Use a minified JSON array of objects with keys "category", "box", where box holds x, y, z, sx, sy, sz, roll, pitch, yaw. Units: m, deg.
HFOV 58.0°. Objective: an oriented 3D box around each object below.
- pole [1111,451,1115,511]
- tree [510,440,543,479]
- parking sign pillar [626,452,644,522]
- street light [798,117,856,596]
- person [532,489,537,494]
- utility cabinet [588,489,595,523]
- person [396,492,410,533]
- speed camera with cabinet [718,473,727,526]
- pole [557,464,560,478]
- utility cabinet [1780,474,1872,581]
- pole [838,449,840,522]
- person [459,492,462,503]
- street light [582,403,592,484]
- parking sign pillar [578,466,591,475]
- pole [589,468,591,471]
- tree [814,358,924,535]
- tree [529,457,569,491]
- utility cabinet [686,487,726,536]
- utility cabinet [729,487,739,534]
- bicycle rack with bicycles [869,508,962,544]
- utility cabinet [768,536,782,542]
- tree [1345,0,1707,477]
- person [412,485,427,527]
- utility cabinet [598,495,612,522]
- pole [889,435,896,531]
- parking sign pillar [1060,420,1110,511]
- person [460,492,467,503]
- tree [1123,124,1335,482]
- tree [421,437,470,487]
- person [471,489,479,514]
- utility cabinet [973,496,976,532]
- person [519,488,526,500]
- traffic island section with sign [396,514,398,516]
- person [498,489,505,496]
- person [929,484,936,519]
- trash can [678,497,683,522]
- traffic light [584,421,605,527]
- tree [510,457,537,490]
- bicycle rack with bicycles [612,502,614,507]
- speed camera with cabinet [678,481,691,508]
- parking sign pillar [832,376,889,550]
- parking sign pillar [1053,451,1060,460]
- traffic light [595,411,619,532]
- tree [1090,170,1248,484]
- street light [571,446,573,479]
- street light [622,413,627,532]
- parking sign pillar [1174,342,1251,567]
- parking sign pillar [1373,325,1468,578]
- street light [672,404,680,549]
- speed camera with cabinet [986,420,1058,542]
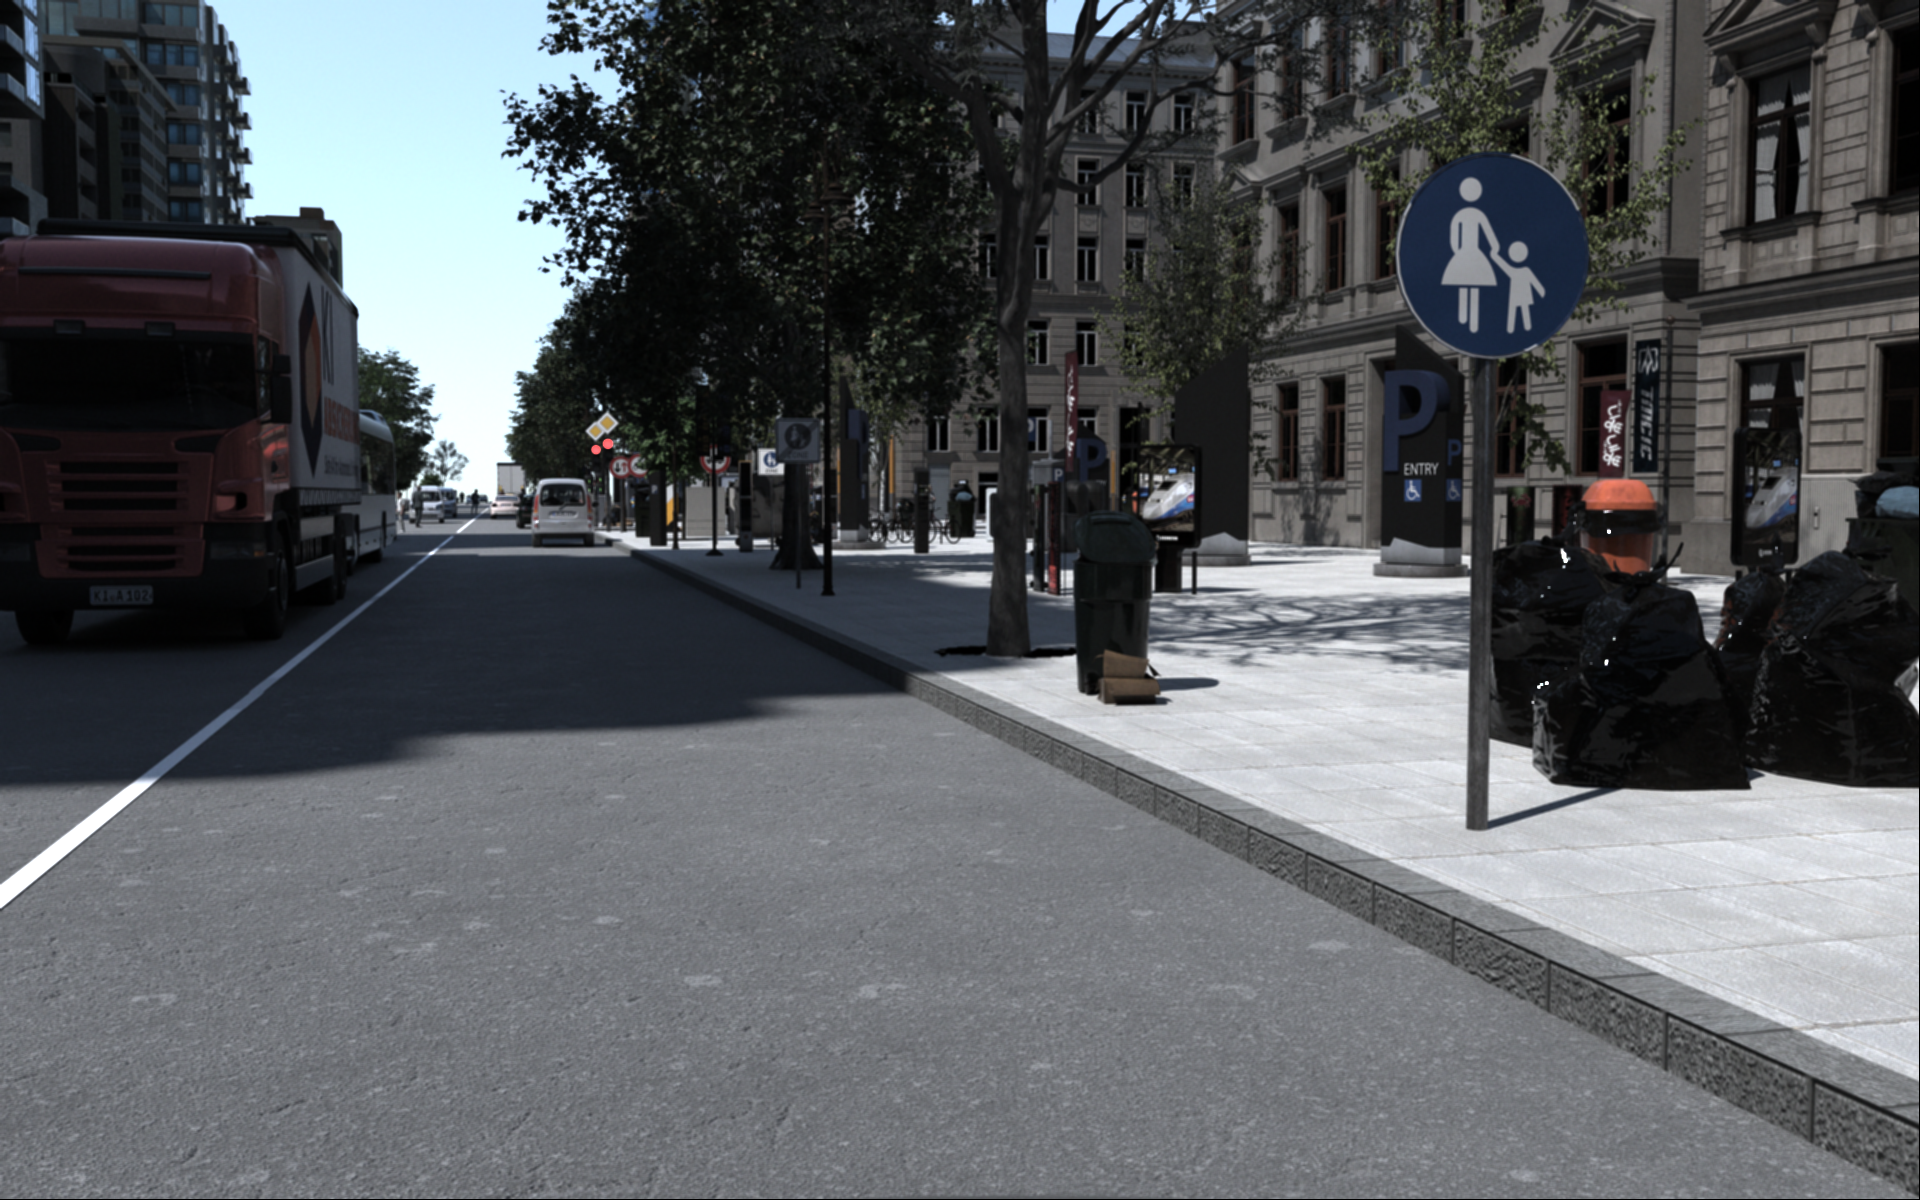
[{"category":"pole","box":[7.221,-5.375,81.718,0.158,3.312,0.155,0,3,0]},{"category":"tree","box":[-49.660,-16.614,206.049,8.767,10.594,7.601,0,4,0]},{"category":"parking sign pillar","box":[-14.682,-5.555,79.302,1.447,3.967,1.447,-1,4,-12]},{"category":"street light","box":[-1.673,-2.995,21.759,0.468,5.910,1.993,-1,4,-15]},{"category":"person","box":[-27.604,-6.341,112.448,0.793,1.790,0.793,2,4,31]},{"category":"utility cabinet","box":[-16.484,-4.168,76.828,0.318,1.500,1.173,-2,4,-35]},{"category":"person","box":[-20.738,-3.255,64.322,0.503,1.515,0.523,1,4,20]},{"category":"speed camera with cabinet","box":[-9.603,-4.600,69.553,0.660,3.252,2.038,-2,4,-26]},{"category":"pole","box":[-26.460,-7.365,114.253,0.158,3.312,0.155,0,3,0]},{"category":"utility cabinet","box":[9.397,-0.633,19.027,0.318,1.500,1.173,-2,4,-30]},{"category":"pole","box":[-5.424,-5.167,78.323,0.158,3.312,0.155,0,3,0]},{"category":"person","box":[-83.283,-17.170,289.219,1.348,1.826,0.705,3,4,37]},{"category":"street light","box":[-17.688,-6.689,82.148,0.468,5.910,1.993,-1,4,-15]},{"category":"parking sign pillar","box":[-27.205,-8.386,125.579,1.447,3.967,1.447,1,4,14]},{"category":"pole","box":[-27.641,-8.298,129.511,0.158,3.312,0.155,0,3,0]},{"category":"tree","box":[-2.450,-6.379,54.653,4.737,8.622,4.395,0,3,0]},{"category":"tree","box":[-58.679,-17.947,243.789,4.737,8.622,4.395,0,3,0]},{"category":"utility cabinet","box":[-7.696,-2.670,52.330,1.173,1.500,0.318,-1,4,-19]},{"category":"utility cabinet","box":[-6.716,-2.809,54.610,1.173,1.500,0.318,-3,5,-43]},{"category":"bicycle rack with bicycles","box":[-1.702,-1.933,44.986,2.852,0.926,2.925,-2,4,-35]},{"category":"utility cabinet","box":[-4.842,-2.280,45.953,0.318,1.500,1.173,0,4,6]},{"category":"tree","box":[7.089,-4.425,22.712,4.737,8.622,4.395,0,3,0]},{"category":"person","box":[-23.285,-4.038,74.694,0.661,1.801,0.590,2,4,30]},{"category":"utility cabinet","box":[-16.313,-4.123,78.568,1.020,1.237,0.306,-3,5,-41]},{"category":"pole","box":[-2.334,-4.033,59.790,0.158,3.312,0.155,0,3,0]},{"category":"parking sign pillar","box":[4.594,-4.423,60.796,1.447,3.967,1.447,-2,4,-27]},{"category":"person","box":[-81.181,-16.784,282.933,1.348,1.822,0.705,-3,5,-43]},{"category":"tree","box":[5.062,-5.157,34.683,4.360,8.622,3.978,0,3,0]},{"category":"tree","box":[-84.668,-21.334,283.217,8.767,10.594,7.601,-2,4,-30]},{"category":"person","box":[-34.633,-7.026,123.726,0.623,1.781,0.721,0,4,-2]},{"category":"utility cabinet","box":[0.287,-2.875,58.164,0.306,1.237,1.020,1,4,12]},{"category":"person","box":[-27.669,-6.139,109.145,0.573,1.790,0.520,1,4,17]},{"category":"traffic island section with sign","box":[-37.365,-6.333,112.165,1.989,1.847,2.006,-1,4,-15]},{"category":"person","box":[-38.631,-8.434,146.362,0.705,1.831,1.348,3,5,43]},{"category":"person","box":[-1.078,-3.428,64.732,0.526,1.800,0.537,3,5,40]},{"category":"trash can","box":[-12.994,-4.213,80.531,0.748,1.137,0.748,0,3,0]},{"category":"traffic light","box":[-14.015,-4.751,66.604,0.839,4.253,0.868,-1,4,-15]},{"category":"tree","box":[-69.525,-21.867,283.286,9.928,11.665,9.643,0,3,0]},{"category":"bicycle rack with bicycles","box":[-22.507,-5.841,108.887,2.852,0.926,2.925,-1,4,-9]},{"category":"speed camera with cabinet","box":[-21.837,-8.640,135.594,0.660,3.252,2.038,0,4,6]},{"category":"parking sign pillar","box":[-2.443,-3.162,40.168,1.447,3.967,1.447,1,4,9]},{"category":"parking sign pillar","box":[4.986,-5.646,80.783,1.447,3.967,1.447,0,4,-3]},{"category":"traffic light","box":[-11.990,-4.279,58.879,0.839,4.253,0.868,-1,4,-15]},{"category":"tree","box":[5.284,-5.470,39.797,4.737,8.622,4.395,0,3,0]},{"category":"street light","box":[-22.610,-7.834,100.881,0.468,5.910,1.993,-1,4,-15]},{"category":"street light","box":[-11.396,-5.252,58.660,0.468,5.910,1.993,-1,4,-15]},{"category":"parking sign pillar","box":[4.513,-2.605,31.066,1.447,3.967,1.447,1,4,16]},{"category":"parking sign pillar","box":[7.218,-2.359,27.042,1.447,3.967,1.447,-2,4,-33]},{"category":"street light","box":[-6.628,-4.122,40.185,0.468,5.910,1.993,-1,4,-15]},{"category":"speed camera with cabinet","box":[1.716,-3.177,46.285,2.038,3.252,0.660,2,4,26]}]
